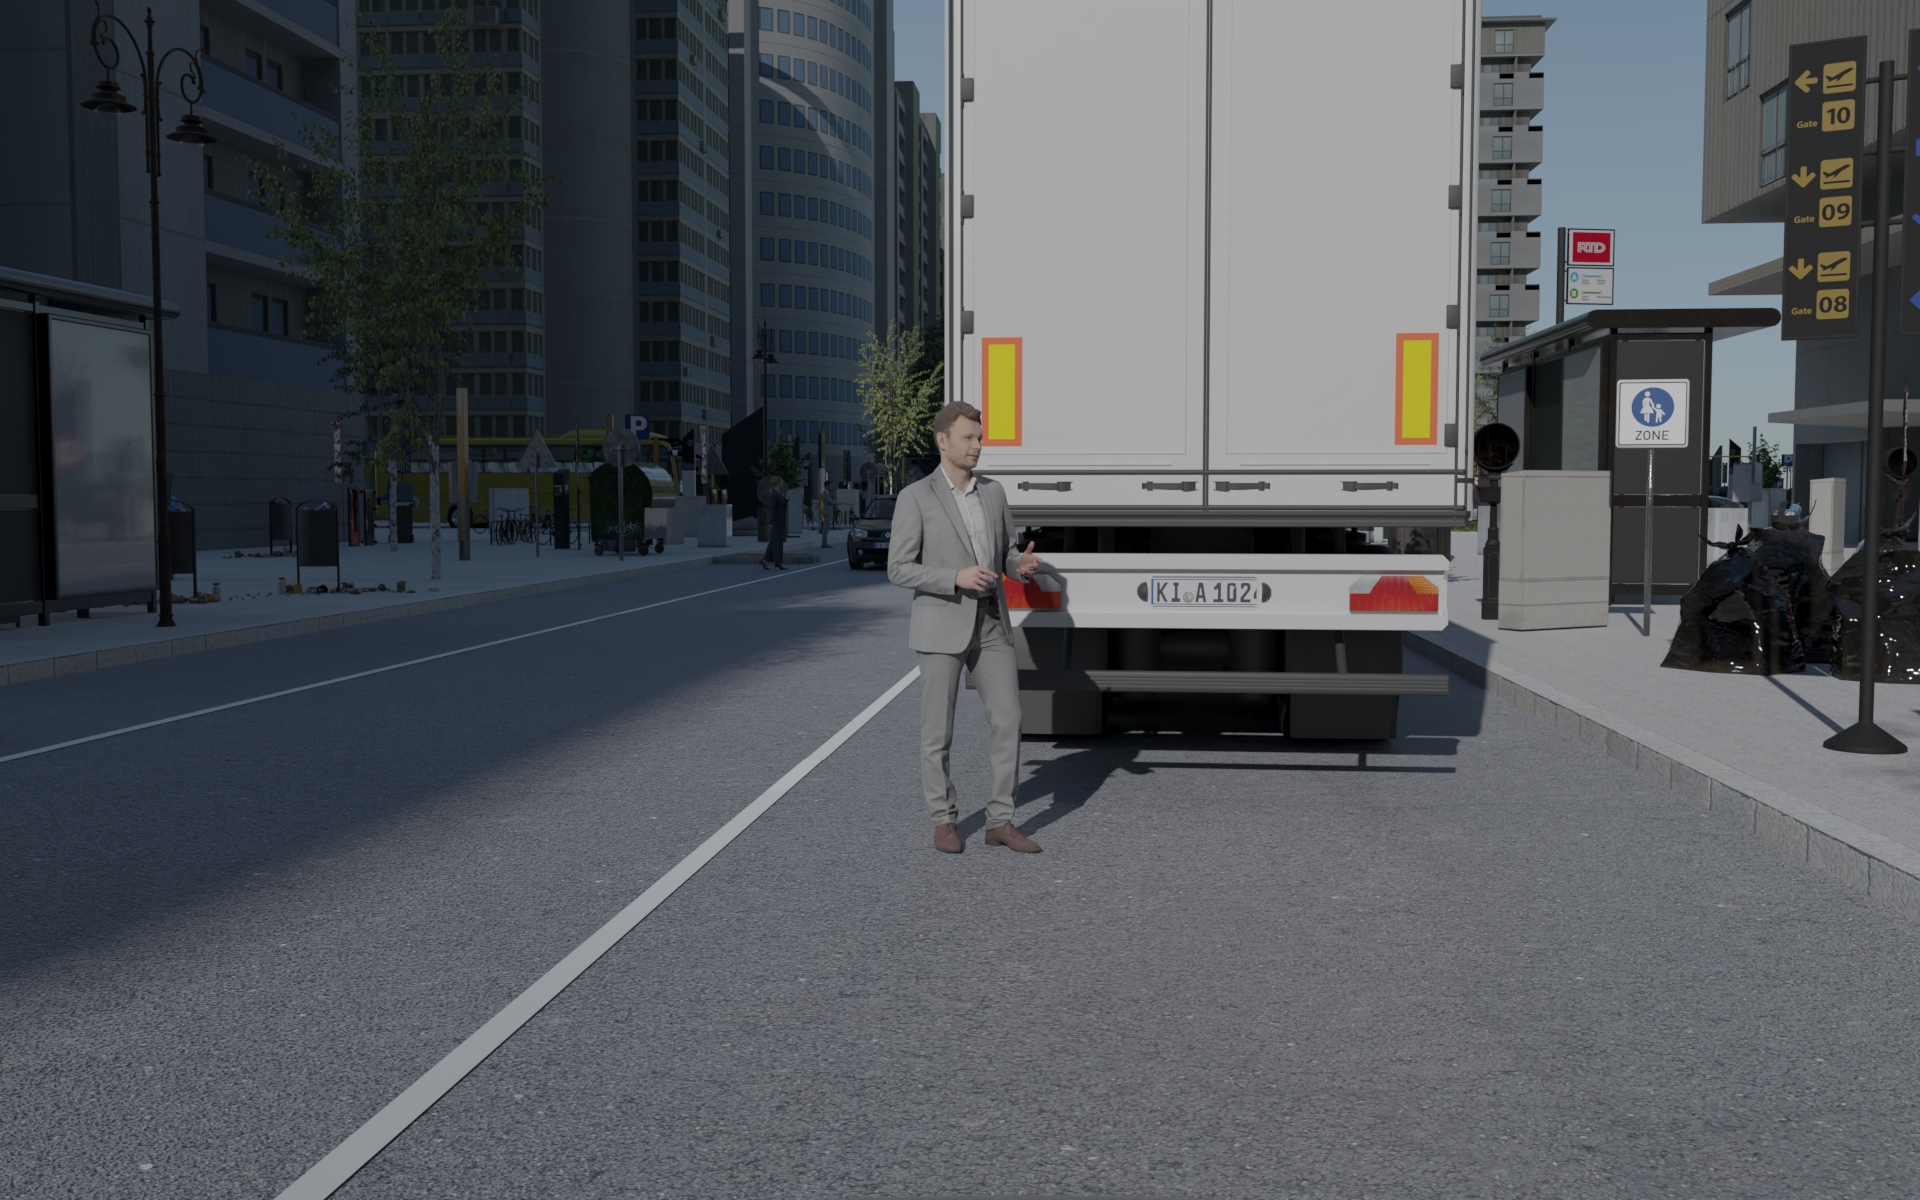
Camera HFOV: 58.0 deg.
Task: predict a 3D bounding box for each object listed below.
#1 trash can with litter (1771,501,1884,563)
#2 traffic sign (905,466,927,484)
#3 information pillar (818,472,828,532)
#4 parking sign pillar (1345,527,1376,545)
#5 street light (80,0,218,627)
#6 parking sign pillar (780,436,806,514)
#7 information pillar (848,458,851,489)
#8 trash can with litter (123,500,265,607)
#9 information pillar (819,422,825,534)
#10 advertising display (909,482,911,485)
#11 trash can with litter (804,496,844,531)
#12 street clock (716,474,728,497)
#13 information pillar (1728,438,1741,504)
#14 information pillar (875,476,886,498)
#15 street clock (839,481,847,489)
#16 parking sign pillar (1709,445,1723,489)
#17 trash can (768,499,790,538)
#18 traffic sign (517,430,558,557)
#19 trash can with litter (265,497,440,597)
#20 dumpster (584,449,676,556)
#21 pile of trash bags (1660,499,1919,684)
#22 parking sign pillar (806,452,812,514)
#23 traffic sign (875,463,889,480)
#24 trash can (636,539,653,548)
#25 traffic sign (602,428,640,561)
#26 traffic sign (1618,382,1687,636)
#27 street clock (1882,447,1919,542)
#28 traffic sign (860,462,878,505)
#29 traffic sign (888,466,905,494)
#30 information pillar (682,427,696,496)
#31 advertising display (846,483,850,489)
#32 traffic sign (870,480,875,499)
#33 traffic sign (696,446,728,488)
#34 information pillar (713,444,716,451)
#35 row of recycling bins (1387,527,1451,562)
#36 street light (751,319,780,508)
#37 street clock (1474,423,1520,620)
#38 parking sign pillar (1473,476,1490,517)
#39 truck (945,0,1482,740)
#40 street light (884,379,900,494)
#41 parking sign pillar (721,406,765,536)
[{"bbox_3d":[8.404,-0.382,17.305,1.678,1.210,2.233,2,4,33],"label":"trash can with litter"},{"bbox_3d":[-1.559,-3.528,61.329,0.795,2.450,0.064,0,4,5],"label":"traffic sign"},{"bbox_3d":[-4.644,-3.309,58.601,0.304,2.012,0.304,0,4,3],"label":"information pillar"},{"bbox_3d":[8.591,-3.072,38.706,1.447,3.967,1.447,0,4,1],"label":"parking sign pillar"},{"bbox_3d":[-7.699,-2.681,16.621,0.468,5.910,1.993,0,4,5],"label":"street light"},{"bbox_3d":[-8.043,-5.606,80.123,1.447,3.967,1.447,0,4,-2],"label":"parking sign pillar"},{"bbox_3d":[-7.191,-7.381,112.026,0.183,3.616,0.504,-2,4,-33],"label":"information pillar"},{"bbox_3d":[-9.685,-0.577,20.498,2.233,1.210,1.678,0,4,-4],"label":"trash can with litter"},{"bbox_3d":[-4.457,-3.955,56.019,0.183,3.616,0.504,1,4,10],"label":"information pillar"},{"bbox_3d":[-1.860,-4.504,78.853,0.974,1.923,0.123,1,4,18],"label":"advertising display"},{"bbox_3d":[-4.920,-3.082,61.447,1.678,1.210,2.233,2,4,27],"label":"trash can with litter"},{"bbox_3d":[-7.103,-2.881,51.672,0.358,2.002,0.471,-2,4,-25],"label":"street clock"},{"bbox_3d":[32.596,-4.990,72.944,0.504,3.616,0.183,1,4,9],"label":"information pillar"},{"bbox_3d":[-3.181,-3.924,68.642,0.304,2.012,0.304,-2,4,-31],"label":"information pillar"},{"bbox_3d":[-6.708,-5.795,99.310,0.471,2.002,0.358,-3,4,-38],"label":"street clock"},{"bbox_3d":[41.509,-6.544,95.462,1.447,3.967,1.447,-3,5,-44],"label":"parking sign pillar"},{"bbox_3d":[-5.092,-2.234,48.185,0.748,1.137,0.748,0,3,0],"label":"trash can"},{"bbox_3d":[-8.572,-2.145,35.082,0.884,2.594,0.081,1,4,11],"label":"traffic sign"},{"bbox_3d":[-7.937,-0.696,22.435,2.233,1.210,1.678,0,4,-8],"label":"trash can with litter"},{"bbox_3d":[-6.978,-2.087,36.624,1.502,2.255,1.985,0,4,5],"label":"dumpster"},{"bbox_3d":[6.979,-0.207,13.144,3.447,1.369,1.912,-3,4,-38],"label":"pile of trash bags"},{"bbox_3d":[-10.088,-7.547,111.862,1.447,3.967,1.447,3,4,39],"label":"parking sign pillar"},{"bbox_3d":[-3.307,-4.349,71.219,0.768,2.556,0.104,1,4,10],"label":"traffic sign"},{"bbox_3d":[-7.682,-1.830,41.570,0.748,1.137,0.748,0,3,0],"label":"trash can"},{"bbox_3d":[-6.527,-2.031,33.308,0.768,2.556,0.104,1,4,12],"label":"traffic sign"},{"bbox_3d":[6.194,-0.821,15.560,0.606,2.300,0.079,1,4,12],"label":"traffic sign"},{"bbox_3d":[14.546,-1.363,26.859,0.471,2.002,0.358,0,4,5],"label":"street clock"},{"bbox_3d":[-3.650,-4.238,69.394,0.768,2.556,0.104,1,4,8],"label":"traffic sign"},{"bbox_3d":[-2.979,-4.904,80.178,0.884,2.594,0.081,1,4,11],"label":"traffic sign"},{"bbox_3d":[-9.458,-4.229,60.504,0.504,3.616,0.183,1,4,15],"label":"information pillar"},{"bbox_3d":[-6.507,-5.843,100.742,0.123,1.923,0.974,0,4,3],"label":"advertising display"},{"bbox_3d":[-3.970,-4.949,81.030,0.768,2.556,0.104,0,4,7],"label":"traffic sign"},{"bbox_3d":[-6.656,-2.845,46.514,0.884,2.594,0.081,0,4,6],"label":"traffic sign"},{"bbox_3d":[-11.454,-5.450,80.464,0.183,3.616,0.504,-2,4,-26],"label":"information pillar"},{"bbox_3d":[8.677,-1.553,32.508,1.069,1.692,3.534,1,4,21],"label":"row of recycling bins"},{"bbox_3d":[-5.148,-4.473,45.919,0.468,5.910,1.993,0,4,5],"label":"street light"},{"bbox_3d":[5.442,-0.801,17.670,0.471,2.002,0.358,1,4,11],"label":"street clock"},{"bbox_3d":[28.745,-6.569,95.882,1.447,3.967,1.447,0,4,-1],"label":"parking sign pillar"},{"bbox_3d":[1.775,-1.503,13.486,2.839,4.237,11.283,0,4,7],"label":"truck"},{"bbox_3d":[-2.714,-5.939,69.896,0.468,5.910,1.993,0,4,5],"label":"street light"},{"bbox_3d":[-6.644,-3.957,53.165,1.447,3.967,1.447,0,4,0],"label":"parking sign pillar"}]
